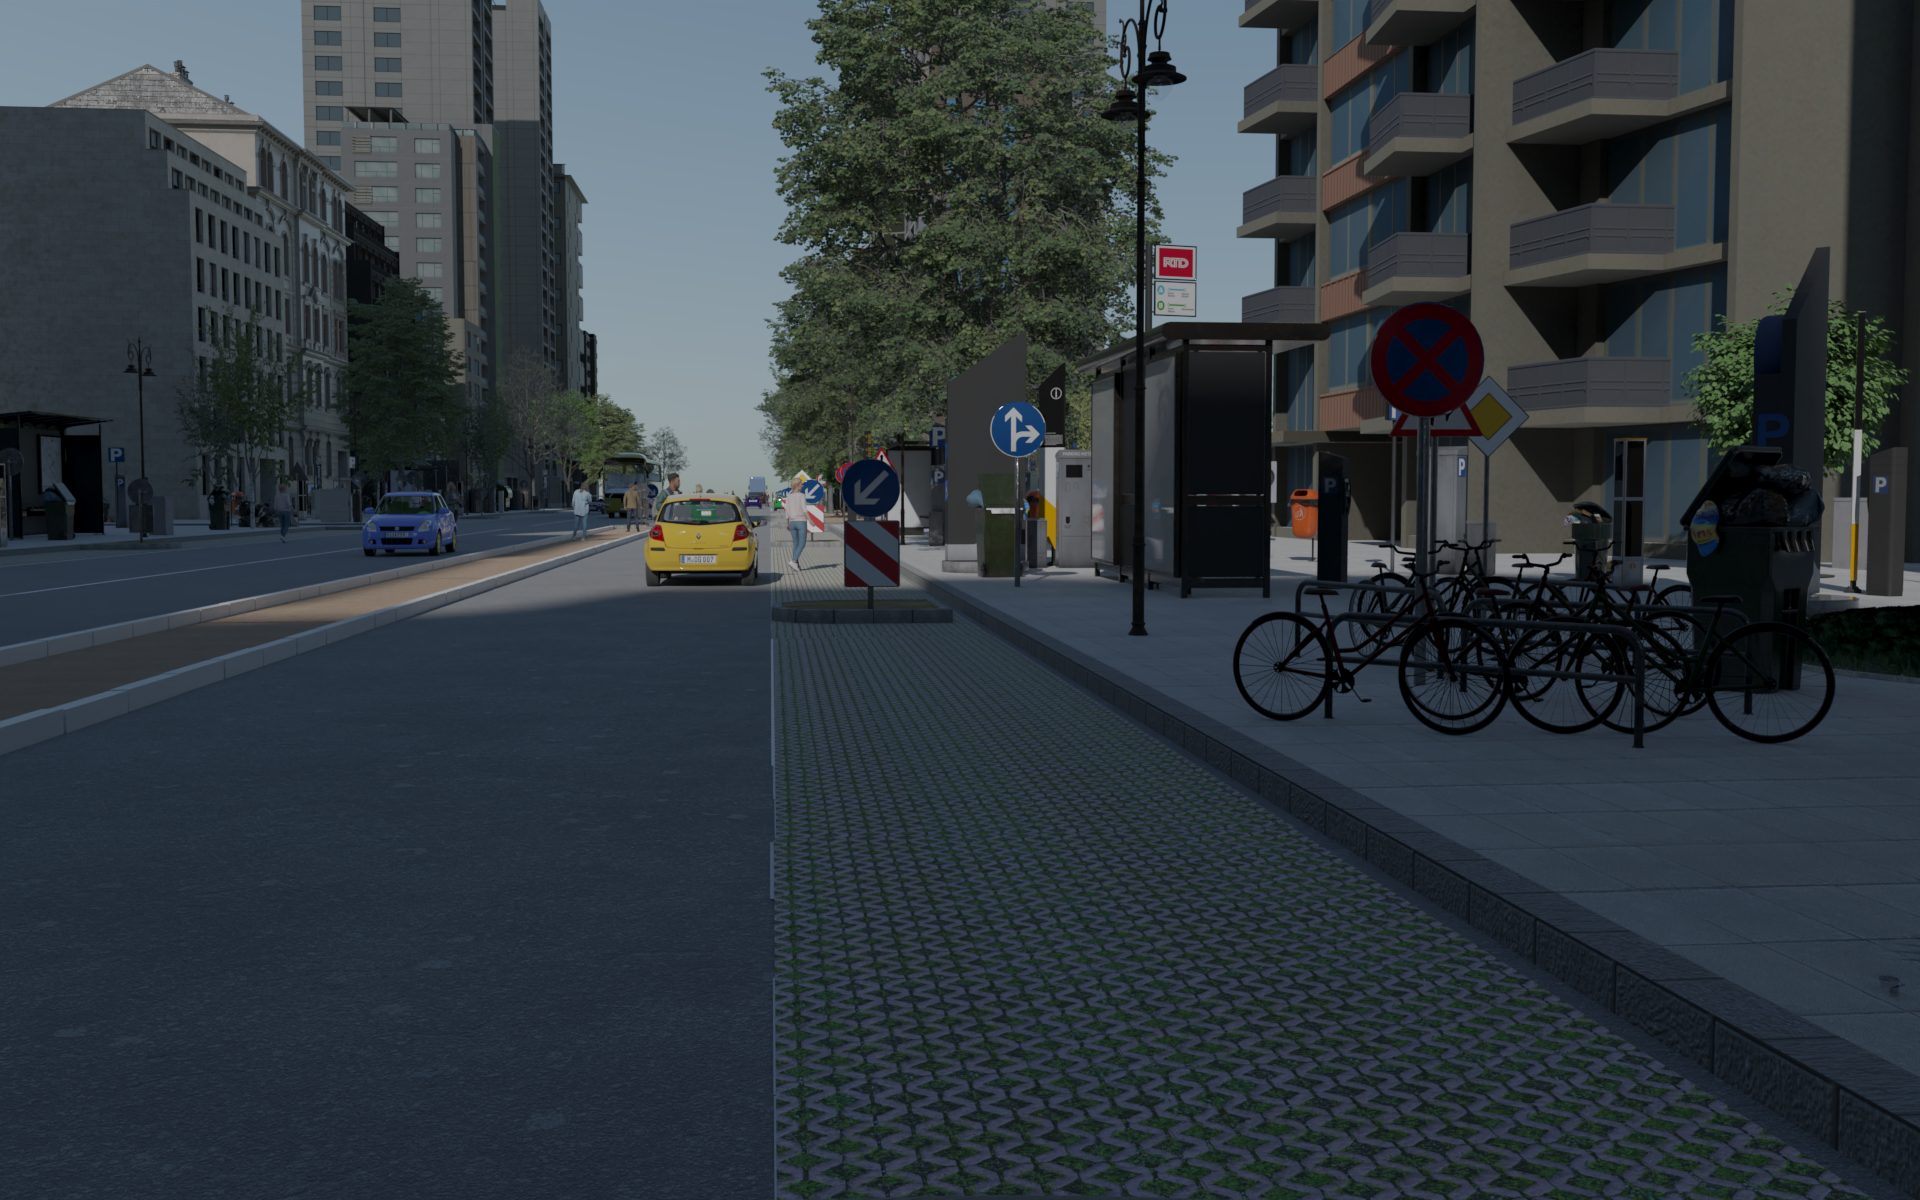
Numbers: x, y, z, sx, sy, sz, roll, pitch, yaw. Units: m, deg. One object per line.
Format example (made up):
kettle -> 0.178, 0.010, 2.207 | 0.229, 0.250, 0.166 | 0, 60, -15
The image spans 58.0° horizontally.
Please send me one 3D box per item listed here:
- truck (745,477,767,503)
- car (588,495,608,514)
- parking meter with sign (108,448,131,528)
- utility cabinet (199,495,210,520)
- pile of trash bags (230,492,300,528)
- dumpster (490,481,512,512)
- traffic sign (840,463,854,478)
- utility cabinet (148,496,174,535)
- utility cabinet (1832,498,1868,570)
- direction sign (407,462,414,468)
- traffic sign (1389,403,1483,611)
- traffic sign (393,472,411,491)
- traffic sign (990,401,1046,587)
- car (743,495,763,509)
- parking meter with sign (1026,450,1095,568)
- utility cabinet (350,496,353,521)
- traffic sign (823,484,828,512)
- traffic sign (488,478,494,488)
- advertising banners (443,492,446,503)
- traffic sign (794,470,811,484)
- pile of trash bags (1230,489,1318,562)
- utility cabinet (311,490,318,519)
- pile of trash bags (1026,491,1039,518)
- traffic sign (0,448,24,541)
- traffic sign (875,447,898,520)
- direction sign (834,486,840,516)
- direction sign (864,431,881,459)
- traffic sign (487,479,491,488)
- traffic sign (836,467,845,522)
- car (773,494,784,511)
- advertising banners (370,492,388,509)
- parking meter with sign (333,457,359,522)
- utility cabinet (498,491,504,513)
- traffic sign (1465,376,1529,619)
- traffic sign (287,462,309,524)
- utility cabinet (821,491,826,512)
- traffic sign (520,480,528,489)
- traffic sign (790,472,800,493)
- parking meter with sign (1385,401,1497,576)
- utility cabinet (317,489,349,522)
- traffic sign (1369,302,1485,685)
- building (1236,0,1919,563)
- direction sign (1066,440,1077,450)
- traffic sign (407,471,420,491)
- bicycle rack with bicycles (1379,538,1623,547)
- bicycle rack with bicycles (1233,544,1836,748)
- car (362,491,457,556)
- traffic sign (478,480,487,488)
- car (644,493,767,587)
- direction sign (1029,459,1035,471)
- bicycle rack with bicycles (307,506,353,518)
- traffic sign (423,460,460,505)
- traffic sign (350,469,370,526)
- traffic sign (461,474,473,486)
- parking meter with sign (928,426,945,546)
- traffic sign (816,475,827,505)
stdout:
truck -> -30.868, -16.638, 261.793 | 2.967, 4.110, 18.799 | 0, 4, -4
car -> -26.146, -6.824, 124.145 | 1.945, 1.354, 3.894 | 0, 4, -4
parking meter with sign -> -31.733, -4.246, 65.681 | 0.543, 3.016, 1.738 | -1, 4, -12
utility cabinet -> -37.652, -4.612, 86.563 | 1.020, 1.237, 0.306 | 3, 5, 45
pile of trash bags -> -27.452, -3.543, 67.681 | 3.447, 1.369, 1.912 | 2, 4, 35
dumpster -> -33.549, -7.573, 126.304 | 1.502, 2.255, 1.985 | 0, 4, -6
traffic sign -> -4.449, -4.277, 70.040 | 0.768, 2.556, 0.104 | 0, 4, -3
utility cabinet -> -25.009, -2.633, 54.209 | 1.020, 1.237, 0.306 | 3, 4, 37
utility cabinet -> 15.317, -1.121, 29.488 | 0.306, 1.237, 1.020 | -1, 4, -9
direction sign -> -38.621, -7.895, 121.085 | 0.876, 3.537, 0.379 | -1, 4, -12
traffic sign -> 4.413, -0.986, 16.132 | 0.884, 2.594, 0.081 | 0, 4, -5
traffic sign -> -24.977, -4.523, 77.591 | 0.795, 2.450, 0.064 | 0, 4, -6
traffic sign -> 0.796, -1.455, 23.903 | 0.768, 2.556, 0.104 | 0, 4, -5
car -> -20.107, -9.514, 168.129 | 1.945, 1.354, 3.894 | 0, 4, -8
parking meter with sign -> 2.008, -2.071, 30.117 | 1.738, 3.016, 0.543 | 0, 4, -6
utility cabinet -> -29.030, -4.348, 82.250 | 0.306, 1.237, 1.020 | -1, 4, -15
traffic sign -> -9.453, -7.519, 122.945 | 0.884, 2.594, 0.081 | 0, 4, -2
traffic sign -> -35.544, -8.015, 131.148 | 0.768, 2.556, 0.104 | 0, 4, 3
advertising banners -> -31.774, -6.783, 107.097 | 0.090, 3.025, 2.074 | -1, 4, -9
traffic sign -> -6.517, -4.153, 71.550 | 0.795, 2.450, 0.064 | 0, 4, -6
pile of trash bags -> 5.557, -1.467, 33.732 | 1.912, 1.369, 3.447 | -3, 5, -44
utility cabinet -> -32.641, -4.835, 87.731 | 0.318, 1.500, 1.173 | -2, 4, -29
pile of trash bags -> 2.948, -2.068, 43.563 | 3.447, 1.369, 1.912 | 3, 5, 43
traffic sign -> -26.127, -2.907, 47.628 | 0.768, 2.556, 0.104 | 0, 4, 0
traffic sign -> -2.154, -2.920, 47.738 | 0.884, 2.594, 0.081 | 0, 4, 2
direction sign -> -7.303, -6.776, 102.776 | 0.379, 3.537, 0.876 | 1, 4, 17
direction sign -> -3.105, -4.304, 62.367 | 0.876, 3.537, 0.379 | -3, 5, -44
traffic sign -> -33.817, -7.506, 123.901 | 0.795, 2.450, 0.064 | 0, 4, -3
traffic sign -> -5.288, -4.828, 79.038 | 0.768, 2.556, 0.104 | 0, 4, -2
car -> -14.552, -8.246, 143.614 | 1.959, 1.807, 4.718 | 0, 4, -5
advertising banners -> -40.945, -7.775, 123.314 | 2.074, 3.025, 0.090 | -3, 4, -38
parking meter with sign -> -28.473, -5.101, 79.658 | 0.543, 3.016, 1.738 | 2, 4, 24
utility cabinet -> -31.302, -6.691, 118.083 | 0.318, 1.500, 1.173 | -1, 4, -13
traffic sign -> 5.164, -0.968, 17.007 | 0.795, 2.450, 0.064 | 0, 4, 1
traffic sign -> -26.511, -4.241, 69.342 | 0.884, 2.594, 0.081 | 0, 4, -1
utility cabinet -> -9.625, -6.931, 122.005 | 0.318, 1.500, 1.173 | -1, 4, -9
traffic sign -> -38.150, -9.263, 151.551 | 0.768, 2.556, 0.104 | 0, 4, -3
traffic sign -> -7.385, -4.639, 79.488 | 0.795, 2.450, 0.064 | 0, 4, -6
parking meter with sign -> 7.706, -1.923, 27.708 | 1.738, 3.016, 0.543 | 3, 5, 39
utility cabinet -> -28.312, -4.262, 78.363 | 1.173, 1.500, 0.318 | -1, 4, -17
traffic sign -> 3.095, -0.702, 11.580 | 0.768, 2.556, 0.104 | 0, 4, -1
building -> 19.642, -23.881, 45.072 | 22.147, 44.769, 28.867 | 0, 4, -6
direction sign -> 4.509, -4.952, 72.968 | 0.876, 3.537, 0.379 | -1, 4, -14
traffic sign -> -30.255, -5.855, 95.827 | 0.768, 2.556, 0.104 | 0, 4, -2
bicycle rack with bicycles -> 3.871, 0.002, 13.342 | 2.852, 0.926, 2.925 | -1, 4, -21
bicycle rack with bicycles -> 3.383, 0.221, 9.772 | 2.925, 0.926, 2.852 | 3, 5, 42
car -> -13.068, -1.932, 41.185 | 1.945, 1.707, 3.694 | 0, 4, -8
traffic sign -> -33.848, -7.381, 122.808 | 0.606, 2.300, 0.079 | 0, 4, -2
car -> -4.173, -1.107, 28.329 | 2.015, 1.641, 3.980 | 0, 4, -6
direction sign -> 4.370, -7.193, 109.600 | 0.876, 3.537, 0.379 | 2, 4, 35
bicycle rack with bicycles -> -34.408, -4.981, 94.821 | 2.925, 0.926, 2.852 | -1, 4, -23
traffic sign -> -31.068, -6.720, 103.750 | 2.265, 3.308, 0.079 | 0, 4, 3
traffic sign -> -24.109, -4.037, 69.653 | 0.795, 2.450, 0.064 | 0, 4, -6
traffic sign -> -30.835, -6.622, 108.379 | 0.768, 2.556, 0.104 | 0, 4, -2
parking meter with sign -> -0.541, -2.887, 43.465 | 0.543, 3.016, 1.738 | 0, 4, 2
traffic sign -> -8.145, -6.276, 102.713 | 0.768, 2.556, 0.104 | 0, 4, -5
